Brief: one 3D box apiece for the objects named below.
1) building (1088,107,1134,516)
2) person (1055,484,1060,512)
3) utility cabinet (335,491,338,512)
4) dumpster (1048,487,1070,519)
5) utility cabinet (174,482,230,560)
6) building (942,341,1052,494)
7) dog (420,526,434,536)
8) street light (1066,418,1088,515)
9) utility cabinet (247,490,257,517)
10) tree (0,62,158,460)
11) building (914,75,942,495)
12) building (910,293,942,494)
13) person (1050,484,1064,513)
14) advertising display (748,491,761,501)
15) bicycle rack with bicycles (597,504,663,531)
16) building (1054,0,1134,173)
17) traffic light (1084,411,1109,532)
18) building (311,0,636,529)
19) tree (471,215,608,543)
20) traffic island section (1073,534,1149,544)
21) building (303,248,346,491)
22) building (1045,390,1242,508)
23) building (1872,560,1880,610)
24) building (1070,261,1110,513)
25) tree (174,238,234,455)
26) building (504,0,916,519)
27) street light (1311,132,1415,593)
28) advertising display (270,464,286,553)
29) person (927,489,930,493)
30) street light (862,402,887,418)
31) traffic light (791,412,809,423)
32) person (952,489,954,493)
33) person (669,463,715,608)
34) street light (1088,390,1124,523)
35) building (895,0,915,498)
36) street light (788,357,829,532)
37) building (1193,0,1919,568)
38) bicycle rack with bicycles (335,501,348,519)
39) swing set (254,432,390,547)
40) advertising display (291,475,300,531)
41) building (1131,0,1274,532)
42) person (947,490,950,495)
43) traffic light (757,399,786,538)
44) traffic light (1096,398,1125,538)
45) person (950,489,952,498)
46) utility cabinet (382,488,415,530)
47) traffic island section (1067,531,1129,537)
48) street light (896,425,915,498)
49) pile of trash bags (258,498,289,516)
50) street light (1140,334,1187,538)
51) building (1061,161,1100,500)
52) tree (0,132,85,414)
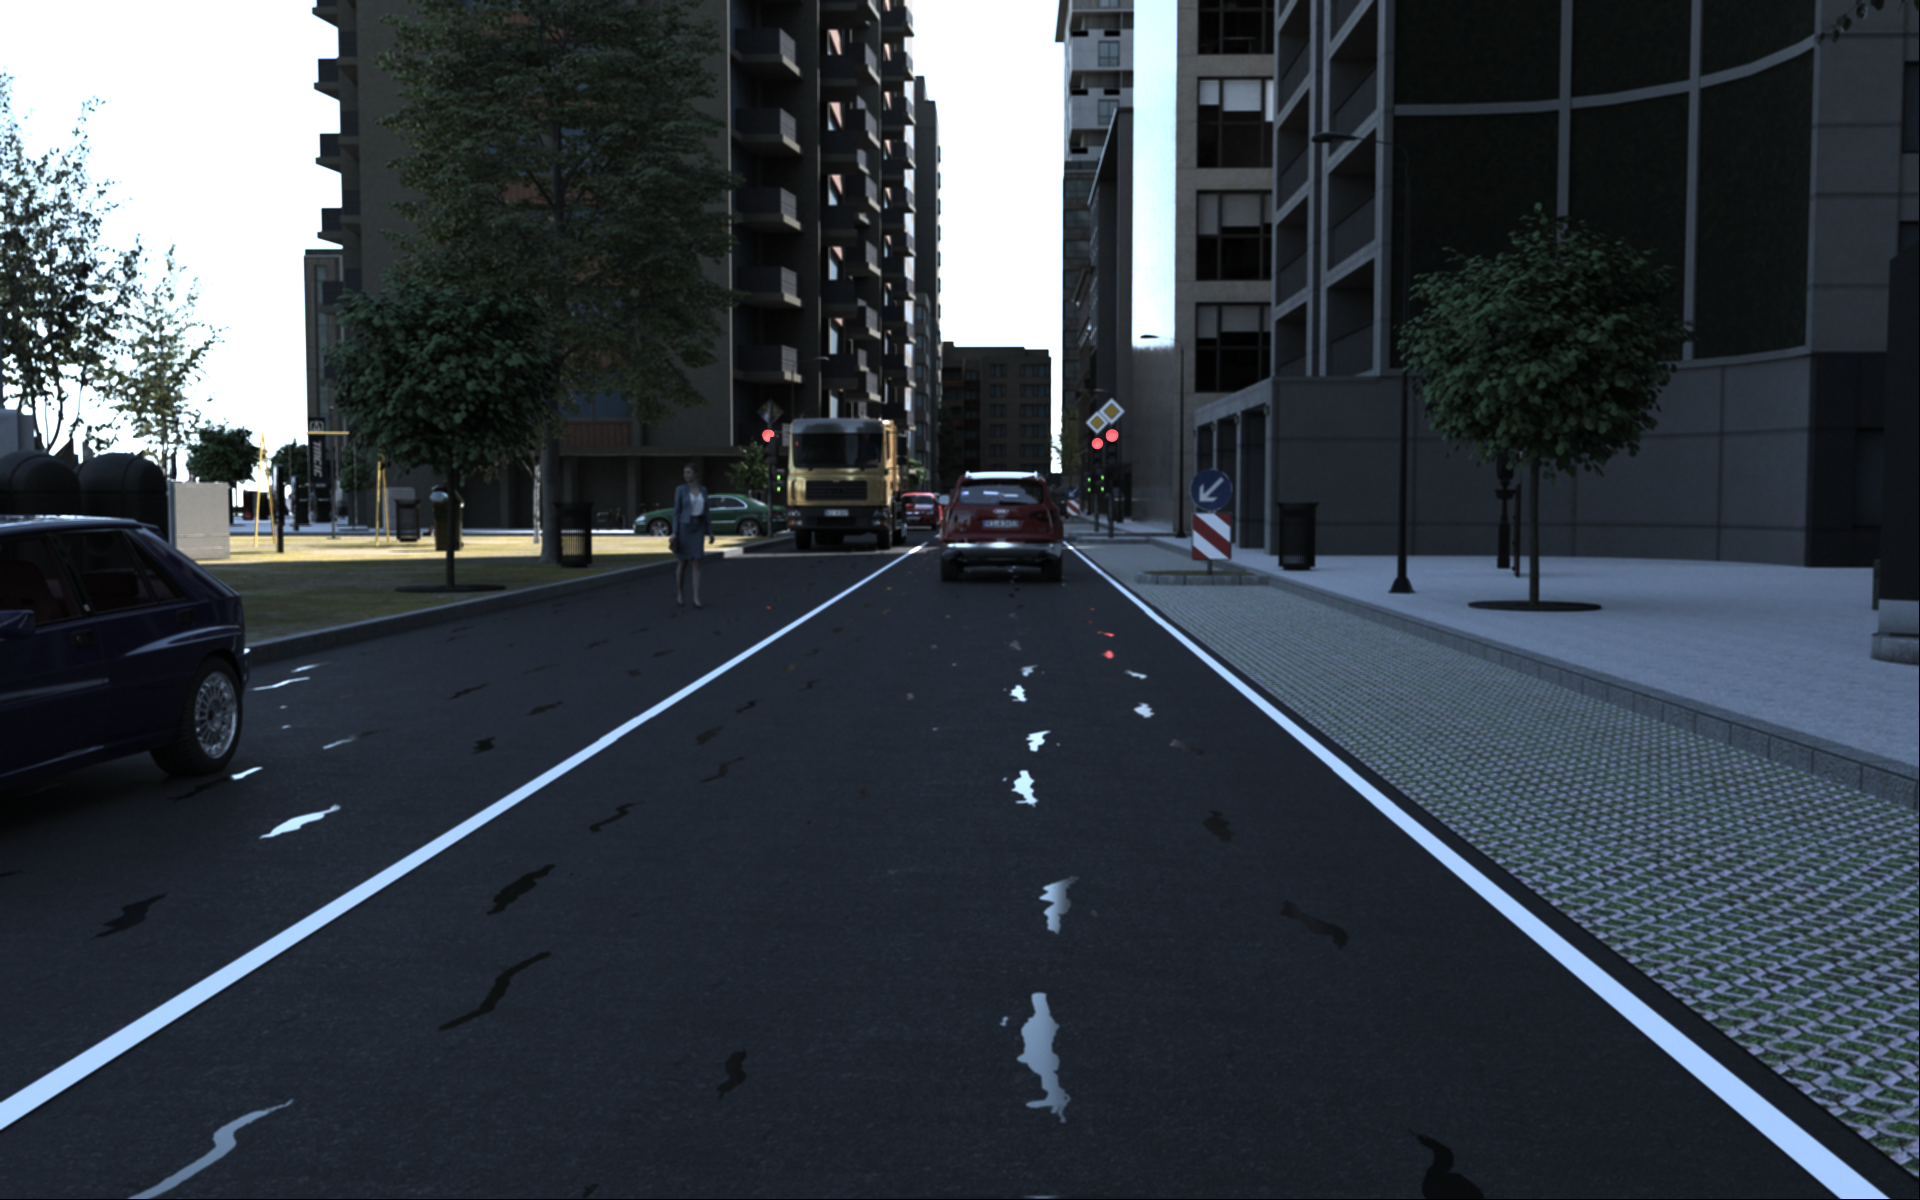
[{"bbox_3d":[15.151,-17.128,99.104,14.314,24.678,30.058,0,4,1],"label":"building"},{"bbox_3d":[3.985,-3.976,73.371,0.748,1.841,0.638,1,4,11],"label":"person"},{"bbox_3d":[-39.768,-6.297,111.627,1.173,1.500,0.318,1,4,8],"label":"utility cabinet"},{"bbox_3d":[5.403,-5.575,99.366,1.865,1.857,1.264,0,4,3],"label":"dumpster"},{"bbox_3d":[-14.788,-1.523,33.587,0.318,1.500,1.173,2,4,32],"label":"utility cabinet"},{"bbox_3d":[-2.558,-23.633,231.430,28.899,21.520,27.650,0,4,1],"label":"building"},{"bbox_3d":[-17.379,-2.223,56.540,0.550,0.427,0.748,-3,5,-40],"label":"dog"},{"bbox_3d":[7.312,-8.127,105.409,1.470,5.913,1.316,0,4,1],"label":"street light"},{"bbox_3d":[-39.498,-5.373,96.524,0.318,1.500,1.173,0,4,0],"label":"utility cabinet"},{"bbox_3d":[-15.599,-4.836,29.431,4.360,8.622,3.978,0,3,0],"label":"tree"},{"bbox_3d":[-13.083,-35.148,198.371,21.600,48.544,21.300,0,4,1],"label":"building"},{"bbox_3d":[-16.348,-19.497,163.808,27.650,21.520,28.899,0,4,1],"label":"building"},{"bbox_3d":[3.288,-3.134,60.156,0.576,1.772,0.534,-2,4,-31],"label":"person"},{"bbox_3d":[-7.279,-3.430,61.286,0.123,1.923,0.974,-2,4,-27],"label":"advertising display"},{"bbox_3d":[-11.427,-2.899,60.776,2.852,0.926,2.925,0,4,5],"label":"bicycle rack with bicycles"},{"bbox_3d":[24.126,-35.726,173.363,28.713,52.752,27.495,0,4,1],"label":"building"},{"bbox_3d":[4.610,-4.261,58.586,0.839,4.253,0.868,0,4,1],"label":"traffic light"},{"bbox_3d":[-15.074,-25.738,75.437,22.147,44.769,28.867,0,4,1],"label":"building"},{"bbox_3d":[-11.100,-5.790,45.029,4.360,8.622,3.978,0,3,0],"label":"tree"},{"bbox_3d":[4.441,-1.739,50.717,2.009,0.180,2.903,0,4,1],"label":"traffic island section"},{"bbox_3d":[-67.740,-26.471,204.507,14.107,30.474,14.160,0,4,1],"label":"building"},{"bbox_3d":[20.335,-46.461,197.894,20.563,71.187,20.611,0,4,1],"label":"building"},{"bbox_3d":[19.454,-28.391,6.186,21.231,58.520,28.212,0,4,1],"label":"building"},{"bbox_3d":[13.503,-15.861,123.951,10.561,19.102,19.286,0,4,1],"label":"building"},{"bbox_3d":[-22.786,-6.017,48.746,4.737,8.622,4.395,0,3,0],"label":"tree"},{"bbox_3d":[-14.334,-28.032,112.943,22.147,44.769,28.867,0,4,1],"label":"building"},{"bbox_3d":[5.209,-3.048,22.383,1.470,5.913,1.316,0,4,1],"label":"street light"},{"bbox_3d":[-14.968,-2.009,38.057,0.123,1.923,0.974,-2,4,-28],"label":"advertising display"},{"bbox_3d":[-2.248,-6.976,122.746,0.721,1.800,0.419,-1,4,-13],"label":"person"},{"bbox_3d":[-4.418,-7.057,87.923,1.470,5.913,1.316,0,4,1],"label":"street light"},{"bbox_3d":[-5.348,-4.276,58.830,0.839,4.253,0.868,0,4,1],"label":"traffic light"},{"bbox_3d":[-0.242,-5.866,105.086,0.598,1.740,0.731,0,4,-1],"label":"person"},{"bbox_3d":[-3.403,-0.820,21.928,0.581,1.822,0.654,-1,4,-17],"label":"person"},{"bbox_3d":[6.610,-6.404,77.241,1.470,5.913,1.316,0,4,1],"label":"street light"},{"bbox_3d":[-11.002,-30.037,141.222,14.600,45.320,14.200,0,4,1],"label":"building"},{"bbox_3d":[-5.155,-5.290,59.040,1.470,5.913,1.316,0,4,1],"label":"street light"},{"bbox_3d":[16.786,-36.696,38.230,20.563,71.187,20.611,0,4,1],"label":"building"},{"bbox_3d":[-31.009,-4.609,88.734,2.852,0.926,2.925,1,4,16],"label":"bicycle rack with bicycles"},{"bbox_3d":[-15.981,-2.825,43.809,3.119,2.851,2.862,-1,4,-12],"label":"swing set"},{"bbox_3d":[-23.218,-3.382,60.503,0.123,1.923,0.974,-2,4,-30],"label":"advertising display"},{"bbox_3d":[24.391,-16.023,66.495,34.151,26.468,19.350,0,4,1],"label":"building"},{"bbox_3d":[-1.124,-9.230,159.414,0.705,1.824,1.348,1,4,14],"label":"person"},{"bbox_3d":[-5.557,-3.788,50.847,0.839,4.253,0.868,0,4,1],"label":"traffic light"},{"bbox_3d":[4.401,-3.773,50.604,0.839,4.253,0.868,0,4,1],"label":"traffic light"},{"bbox_3d":[-0.566,-7.307,128.305,0.444,1.785,0.601,-3,5,-43],"label":"person"},{"bbox_3d":[-19.640,-3.180,60.674,0.318,1.500,1.173,2,4,32],"label":"utility cabinet"},{"bbox_3d":[4.650,-2.227,58.699,2.009,0.180,2.903,0,4,1],"label":"traffic island section"},{"bbox_3d":[-3.702,-8.799,116.407,1.470,5.913,1.316,0,4,1],"label":"street light"},{"bbox_3d":[-40.808,-5.754,103.829,3.447,1.369,1.912,-3,4,-39],"label":"pile of trash bags"},{"bbox_3d":[5.928,-4.771,50.551,1.470,5.913,1.316,0,4,1],"label":"street light"},{"bbox_3d":[15.930,-23.307,152.778,14.160,30.474,14.107,0,4,1],"label":"building"},{"bbox_3d":[-19.691,-5.235,35.957,4.737,8.622,4.395,0,3,0],"label":"tree"}]
